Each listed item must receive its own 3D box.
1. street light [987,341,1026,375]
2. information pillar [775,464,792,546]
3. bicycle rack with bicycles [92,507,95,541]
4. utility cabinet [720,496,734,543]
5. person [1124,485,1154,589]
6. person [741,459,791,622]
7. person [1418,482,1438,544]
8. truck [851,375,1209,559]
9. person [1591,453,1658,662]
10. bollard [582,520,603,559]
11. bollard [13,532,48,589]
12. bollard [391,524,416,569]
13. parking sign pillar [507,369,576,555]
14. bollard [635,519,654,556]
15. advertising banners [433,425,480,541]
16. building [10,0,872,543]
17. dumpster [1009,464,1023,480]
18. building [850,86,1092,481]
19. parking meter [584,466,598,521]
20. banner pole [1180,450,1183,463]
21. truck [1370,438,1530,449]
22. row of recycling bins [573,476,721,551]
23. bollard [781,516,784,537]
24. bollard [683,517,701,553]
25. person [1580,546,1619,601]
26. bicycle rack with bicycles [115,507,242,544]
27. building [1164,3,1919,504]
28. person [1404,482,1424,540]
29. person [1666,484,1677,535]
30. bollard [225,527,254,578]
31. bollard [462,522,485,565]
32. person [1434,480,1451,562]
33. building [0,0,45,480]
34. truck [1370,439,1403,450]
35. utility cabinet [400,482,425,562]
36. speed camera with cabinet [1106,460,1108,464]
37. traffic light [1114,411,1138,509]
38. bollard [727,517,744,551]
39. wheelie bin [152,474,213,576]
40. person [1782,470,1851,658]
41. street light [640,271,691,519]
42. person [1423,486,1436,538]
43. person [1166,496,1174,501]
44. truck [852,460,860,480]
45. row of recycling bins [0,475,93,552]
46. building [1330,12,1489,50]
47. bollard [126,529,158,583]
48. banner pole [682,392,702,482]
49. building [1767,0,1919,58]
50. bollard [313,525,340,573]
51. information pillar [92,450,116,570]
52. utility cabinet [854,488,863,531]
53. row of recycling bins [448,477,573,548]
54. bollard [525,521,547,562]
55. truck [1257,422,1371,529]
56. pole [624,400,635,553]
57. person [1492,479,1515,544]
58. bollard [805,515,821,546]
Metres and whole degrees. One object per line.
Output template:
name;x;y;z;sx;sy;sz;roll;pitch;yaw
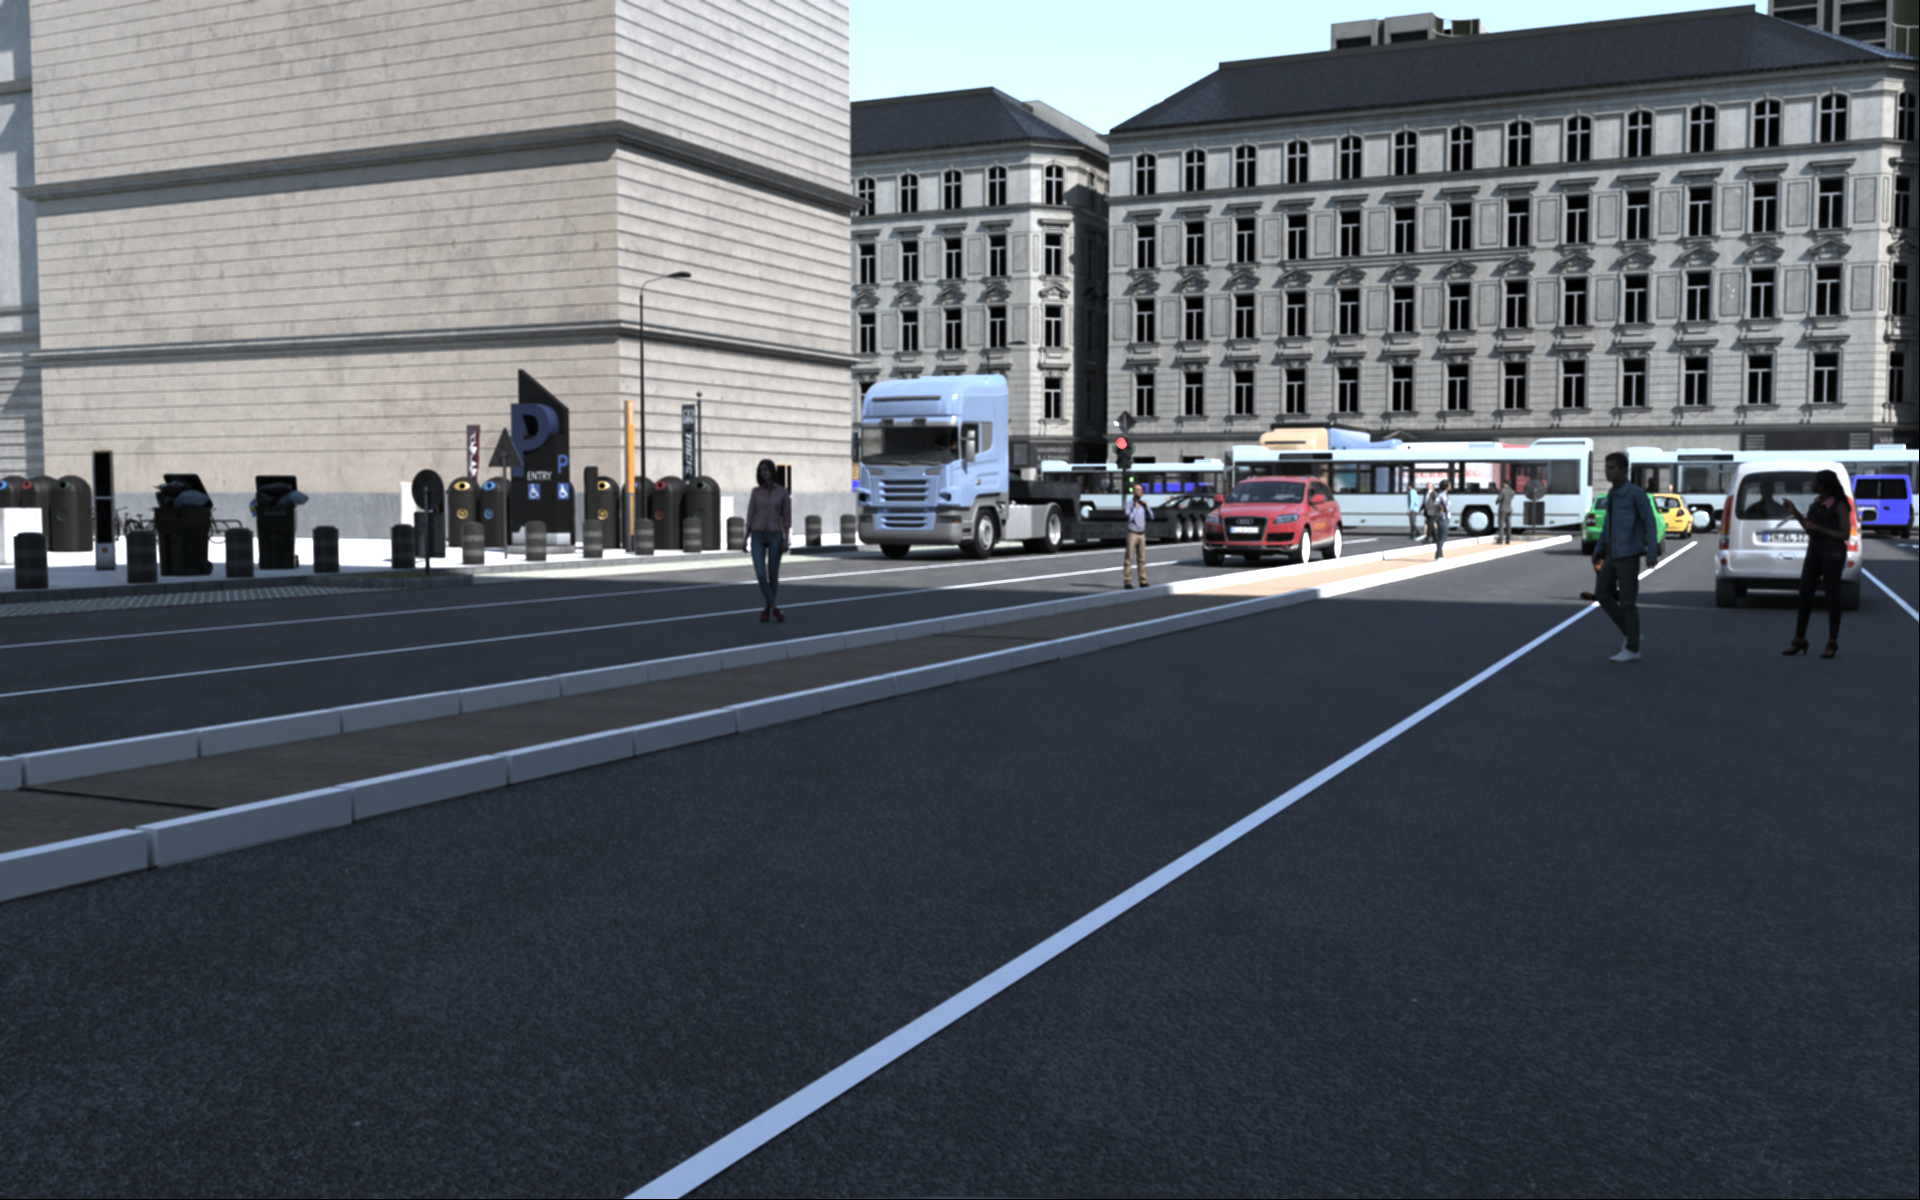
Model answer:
street light;1.354;-4.906;52.758;1.470;5.913;1.316;2;4;25
information pillar;-4.336;-2.334;42.649;0.304;2.012;0.304;1;4;20
bicycle rack with bicycles;-24.005;-2.055;46.983;2.852;0.926;2.925;-3;5;-43
utility cabinet;-6.394;-2.069;44.988;1.020;1.237;0.306;-2;4;-32
person;2.688;-0.953;26.137;0.516;1.574;0.319;-2;4;-29
person;-2.182;-0.670;19.463;0.555;1.821;0.388;0;4;-6
person;13.512;-2.510;49.944;0.834;1.777;0.661;-3;4;-36
truck;2.509;-3.361;44.708;2.967;4.110;18.799;2;4;25
person;5.717;-0.368;14.860;0.444;1.785;0.601;0;4;-7
bollard;-7.341;-1.217;34.615;0.404;0.777;0.398;0;3;0
bollard;-12.581;-0.534;23.452;0.404;0.777;0.398;0;3;0
bollard;-9.591;-0.924;29.828;0.404;0.777;0.398;0;3;0
parking sign pillar;-8.990;-2.973;37.077;1.447;3.967;1.447;2;4;29
bollard;-6.597;-1.314;36.208;0.404;0.777;0.398;0;3;0
advertising banners;-12.943;-2.951;44.431;2.074;3.025;0.090;3;4;37
building;-16.104;-16.363;54.924;23.554;28.519;14.401;2;4;25
dumpster;1.096;-3.201;54.829;1.502;2.255;1.985;2;4;25
building;-9.795;-21.033;120.303;44.131;29.872;17.030;2;4;25
parking meter;-7.859;-1.909;36.923;0.255;1.863;0.399;-1;4;-19
banner pole;12.563;-6.611;98.109;0.401;3.779;0.863;0;4;0
truck;24.801;-6.049;87.810;11.283;4.237;2.839;2;4;24
row of recycling bins;-7.087;-2.012;40.012;3.534;1.692;1.069;2;4;23
bollard;-4.357;-1.606;40.983;0.404;0.777;0.398;0;3;0
bollard;-5.847;-1.412;37.798;0.404;0.777;0.398;0;3;0
person;8.750;-0.392;23.197;0.859;0.850;0.655;0;3;0
bicycle rack with bicycles;-20.020;-1.905;44.530;2.852;0.926;2.925;3;4;37
building;31.582;-19.863;101.181;44.131;29.872;17.030;2;4;25
person;14.126;-2.772;53.834;0.620;1.820;0.660;1;4;19
person;24.956;-3.176;60.848;0.534;1.772;0.576;-2;4;-35
bollard;-11.083;-0.729;26.641;0.404;0.777;0.398;0;3;0
bollard;-8.834;-1.022;31.433;0.404;0.777;0.398;0;3;0
person;10.128;-1.663;36.420;0.376;1.734;0.841;1;4;20
building;-35.036;-14.497;65.910;19.941;23.489;11.050;2;4;25
truck;26.750;-5.681;82.646;18.799;4.110;2.967;2;4;24
utility cabinet;-10.241;-1.456;32.486;0.318;1.500;1.173;-1;4;-10
speed camera with cabinet;8.053;-6.463;99.999;2.038;3.252;0.660;-2;4;-33
traffic light;5.547;-4.242;58.278;0.839;4.253;0.868;2;4;25
bollard;-5.104;-1.509;39.392;0.404;0.777;0.398;0;3;0
wheelie bin;-12.227;-1.185;27.280;0.980;1.594;0.693;1;4;17
person;7.501;-0.321;15.215;0.593;1.643;0.415;3;4;38
street light;-6.245;-3.912;36.503;1.470;5.913;1.316;2;4;25
person;15.294;-2.852;56.141;0.512;1.701;0.522;0;4;-8
person;9.016;-3.794;74.444;0.340;1.345;0.435;3;5;41
truck;-3.603;-5.167;80.403;9.791;3.379;3.469;2;4;26
row of recycling bins;-21.003;-1.949;38.972;3.534;1.692;1.069;1;4;20
building;67.608;-50.362;261.676;20.611;71.187;20.563;2;4;25
bollard;-11.833;-0.632;25.042;0.404;0.777;0.398;0;3;0
banner pole;-6.549;-3.213;42.550;0.863;3.779;0.401;3;5;39
building;120.864;-48.840;236.790;20.611;71.187;20.563;2;4;25
bollard;-10.335;-0.827;28.235;0.404;0.777;0.398;0;3;0
information pillar;-14.441;-1.513;29.231;0.304;2.012;0.304;-1;4;-23
utility cabinet;-3.128;-3.083;59.086;1.173;1.500;0.318;3;5;43
row of recycling bins;-10.704;-2.093;41.336;3.534;1.692;1.069;1;4;23
bollard;-8.090;-1.120;33.025;0.404;0.777;0.398;0;3;0
truck;14.288;-4.966;70.101;2.839;4.237;11.283;2;4;24
pole;-7.207;-2.688;37.797;0.158;3.312;0.155;0;3;0
person;15.417;-2.502;49.208;0.655;1.846;0.447;-2;4;-28
bollard;-3.607;-1.704;42.572;0.404;0.777;0.398;0;3;0
